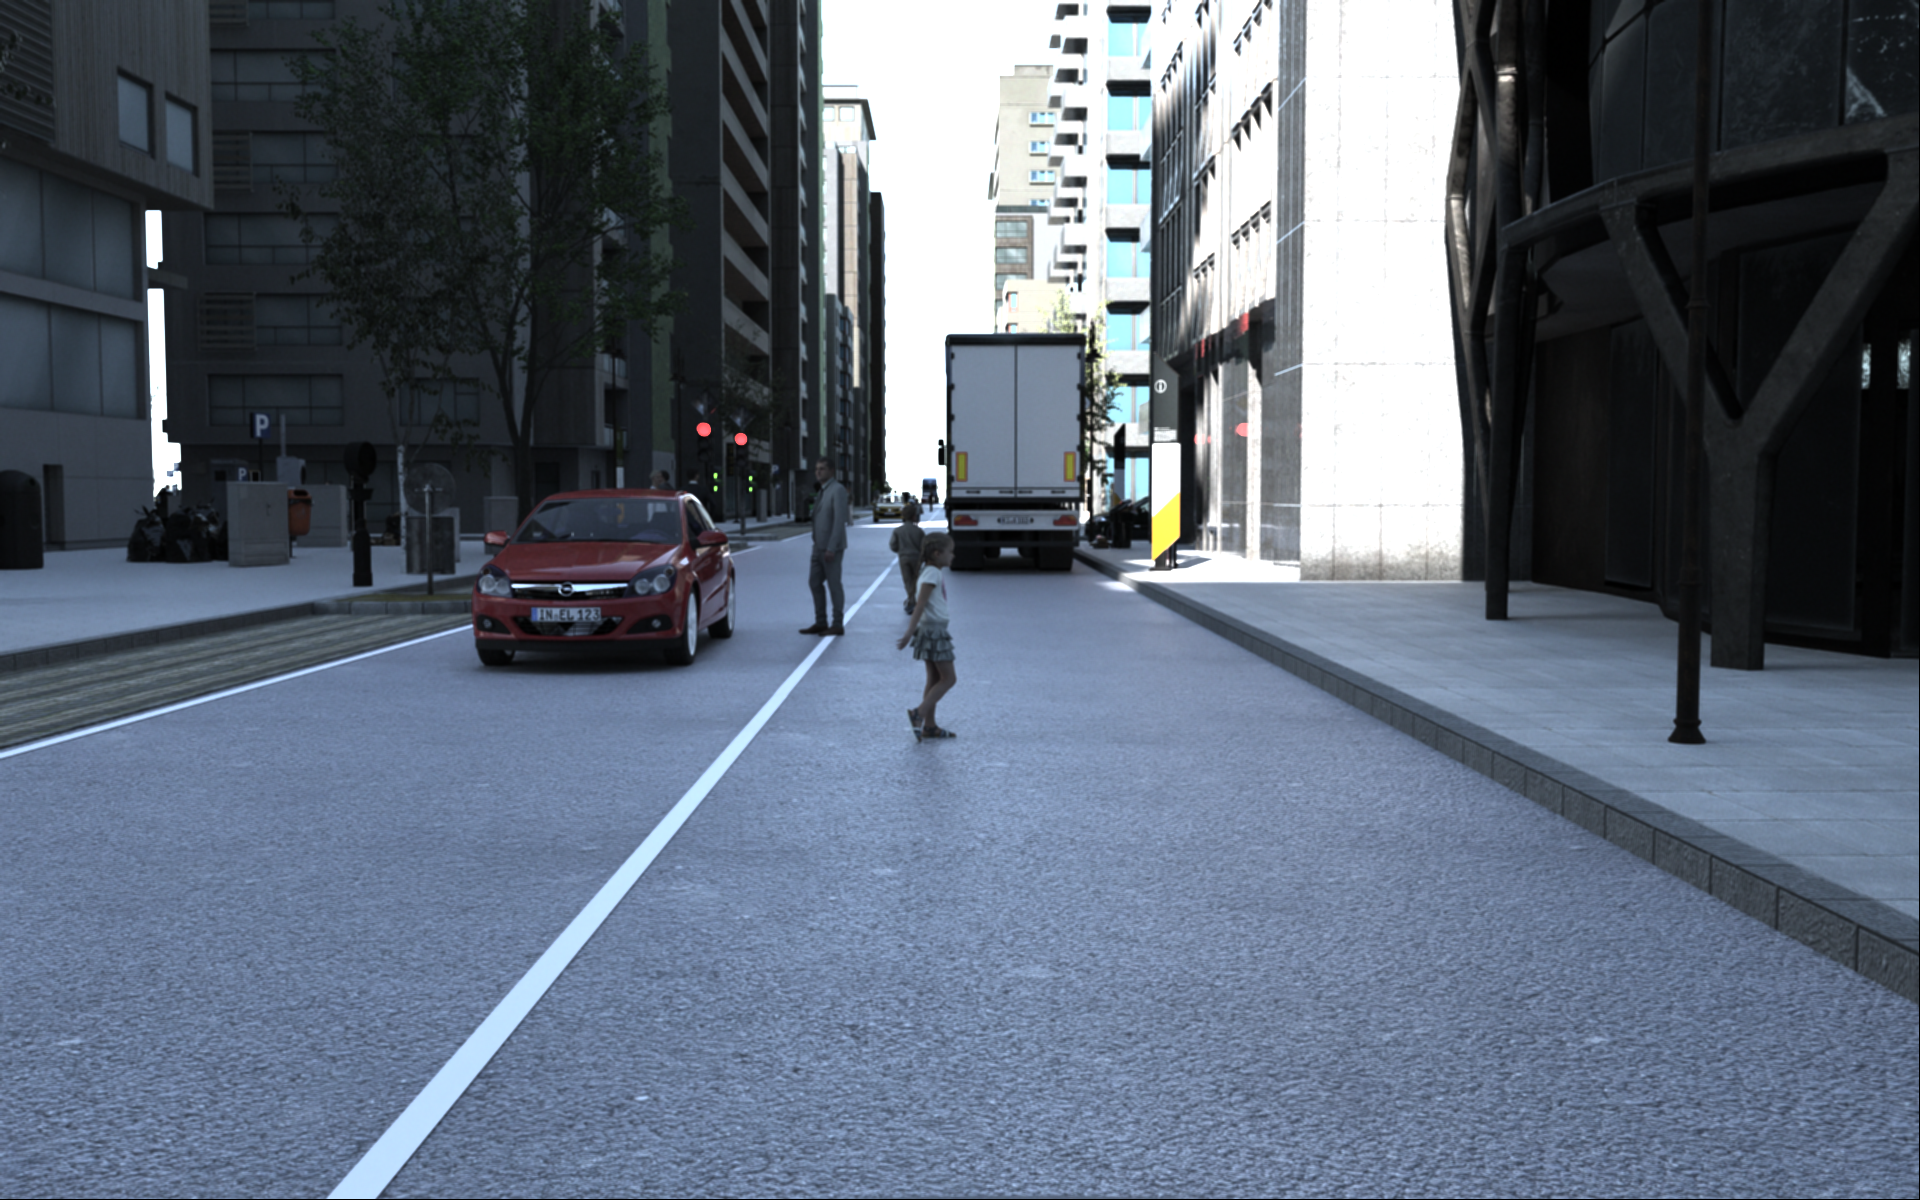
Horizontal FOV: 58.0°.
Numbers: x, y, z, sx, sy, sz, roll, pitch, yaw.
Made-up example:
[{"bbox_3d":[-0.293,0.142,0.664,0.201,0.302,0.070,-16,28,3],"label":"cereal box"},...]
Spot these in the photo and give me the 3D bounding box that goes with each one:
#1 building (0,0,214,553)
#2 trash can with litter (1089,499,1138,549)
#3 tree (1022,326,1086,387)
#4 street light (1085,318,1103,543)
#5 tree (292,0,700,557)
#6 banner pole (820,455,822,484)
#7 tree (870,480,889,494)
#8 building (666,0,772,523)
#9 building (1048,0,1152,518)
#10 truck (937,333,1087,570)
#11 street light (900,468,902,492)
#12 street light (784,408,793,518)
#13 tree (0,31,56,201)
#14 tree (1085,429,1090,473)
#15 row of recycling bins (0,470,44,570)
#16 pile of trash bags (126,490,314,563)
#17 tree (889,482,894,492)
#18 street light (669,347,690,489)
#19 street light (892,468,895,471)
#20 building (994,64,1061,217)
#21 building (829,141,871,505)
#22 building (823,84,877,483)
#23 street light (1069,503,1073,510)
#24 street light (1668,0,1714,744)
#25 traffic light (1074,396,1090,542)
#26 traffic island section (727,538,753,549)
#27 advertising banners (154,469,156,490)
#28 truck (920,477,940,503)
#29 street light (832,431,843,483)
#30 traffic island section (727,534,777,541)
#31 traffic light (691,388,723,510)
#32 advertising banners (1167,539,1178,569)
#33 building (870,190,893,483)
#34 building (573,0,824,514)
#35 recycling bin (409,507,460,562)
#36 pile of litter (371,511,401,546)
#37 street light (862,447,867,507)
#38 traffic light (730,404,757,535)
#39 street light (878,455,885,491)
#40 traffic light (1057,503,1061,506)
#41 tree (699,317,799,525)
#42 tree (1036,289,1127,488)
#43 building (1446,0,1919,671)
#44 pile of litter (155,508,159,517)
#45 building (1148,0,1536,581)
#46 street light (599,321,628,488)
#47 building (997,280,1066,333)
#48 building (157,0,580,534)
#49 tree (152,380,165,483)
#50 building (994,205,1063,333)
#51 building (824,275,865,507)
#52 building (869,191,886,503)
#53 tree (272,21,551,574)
[{"bbox_3d":[-32.333,-26.997,30.642,27.495,52.752,28.713,0,4,0],"label":"building"},{"bbox_3d":[3.620,-1.801,40.836,1.055,1.170,0.624,-1,4,-22],"label":"trash can with litter"},{"bbox_3d":[3.653,-7.633,75.155,4.360,8.622,3.978,0,3,0],"label":"tree"},{"bbox_3d":[3.465,-4.455,45.624,0.468,5.910,1.993,0,4,0],"label":"street light"},{"bbox_3d":[-9.000,-6.680,34.977,9.928,11.665,9.643,0,3,0],"label":"tree"},{"bbox_3d":[-8.746,-7.361,110.369,0.401,3.779,0.863,1,4,18],"label":"banner pole"},{"bbox_3d":[-10.100,-13.326,212.476,1.663,3.219,1.824,0,3,0],"label":"tree"},{"bbox_3d":[-21.223,-28.276,86.022,21.300,48.544,21.600,0,4,0],"label":"building"},{"bbox_3d":[16.410,-29.150,96.212,23.786,49.044,30.456,0,4,0],"label":"building"},{"bbox_3d":[0.928,-2.867,35.783,2.839,4.237,11.283,0,4,0],"label":"truck"},{"bbox_3d":[-9.745,-19.251,287.538,0.468,5.910,1.993,0,4,0],"label":"street light"},{"bbox_3d":[-9.006,-7.223,90.881,0.468,5.910,1.993,0,4,0],"label":"street light"},{"bbox_3d":[-9.280,-3.833,13.027,4.360,8.622,3.978,0,3,0],"label":"tree"},{"bbox_3d":[3.840,-5.296,70.298,4.285,4.588,4.351,0,3,0],"label":"tree"},{"bbox_3d":[-16.916,-1.306,28.474,1.069,1.692,3.534,2,4,29],"label":"row of recycling bins"},{"bbox_3d":[-14.190,-1.461,33.640,1.912,1.369,3.447,3,4,39],"label":"pile of trash bags"},{"bbox_3d":[-9.987,-14.198,226.732,1.663,3.219,1.824,0,3,0],"label":"tree"},{"bbox_3d":[-8.829,-5.002,54.570,0.468,5.910,1.993,0,4,0],"label":"street light"},{"bbox_3d":[-9.558,-17.013,250.949,0.468,5.910,1.993,0,4,0],"label":"street light"},{"bbox_3d":[14.638,-34.798,192.650,21.300,48.544,21.600,0,4,0],"label":"building"},{"bbox_3d":[-17.505,-31.271,194.875,14.154,41.232,14.086,0,4,0],"label":"building"},{"bbox_3d":[-25.666,-39.037,227.492,28.713,52.752,27.495,0,4,0],"label":"building"},{"bbox_3d":[3.566,-5.063,55.569,0.468,5.910,1.993,0,4,0],"label":"street light"},{"bbox_3d":[3.761,-2.201,8.781,0.468,5.910,1.993,0,4,0],"label":"street light"},{"bbox_3d":[3.092,-3.490,45.986,0.839,4.253,0.868,0,4,0],"label":"traffic light"},{"bbox_3d":[-6.759,-1.455,46.063,2.009,0.180,2.903,0,4,0],"label":"traffic island section"},{"bbox_3d":[-55.132,-7.459,118.147,0.090,3.025,2.074,-3,4,-39],"label":"advertising banners"},{"bbox_3d":[-4.617,-17.402,274.287,2.967,4.110,18.799,0,4,0],"label":"truck"},{"bbox_3d":[-9.123,-9.659,130.705,0.468,5.910,1.993,0,4,0],"label":"street light"},{"bbox_3d":[-6.793,-1.943,54.048,2.009,0.180,2.903,0,4,0],"label":"traffic island section"},{"bbox_3d":[-6.719,-3.487,45.929,0.839,4.253,0.868,0,4,0],"label":"traffic light"},{"bbox_3d":[3.680,-2.089,30.346,0.090,3.025,2.074,0,4,1],"label":"advertising banners"},{"bbox_3d":[-22.794,-39.858,271.281,23.786,49.044,30.456,0,4,0],"label":"building"},{"bbox_3d":[-16.397,-26.288,113.399,14.154,41.232,14.086,0,4,0],"label":"building"},{"bbox_3d":[-9.892,-1.222,32.530,0.722,1.027,0.722,3,5,40],"label":"recycling bin"},{"bbox_3d":[-14.292,-1.785,43.144,1.176,0.858,1.719,-2,4,-30],"label":"pile of litter"},{"bbox_3d":[-9.273,-11.879,167.017,0.468,5.910,1.993,0,4,0],"label":"street light"},{"bbox_3d":[-6.753,-3.975,53.914,0.839,4.253,0.868,0,4,0],"label":"traffic light"},{"bbox_3d":[-9.530,-14.792,214.637,0.468,5.910,1.993,0,4,0],"label":"street light"},{"bbox_3d":[3.058,-3.979,53.971,0.839,4.253,0.868,0,4,0],"label":"traffic light"},{"bbox_3d":[-8.940,-7.433,71.899,4.360,8.622,3.978,0,3,0],"label":"tree"},{"bbox_3d":[4.138,-6.800,61.545,4.737,8.622,4.395,0,3,0],"label":"tree"},{"bbox_3d":[13.487,-9.100,16.245,16.820,18.784,16.811,0,4,0],"label":"building"},{"bbox_3d":[-29.506,-3.054,63.899,1.176,0.858,1.719,1,4,17],"label":"pile of litter"},{"bbox_3d":[10.978,-13.254,34.728,12.078,24.808,19.932,0,4,0],"label":"building"},{"bbox_3d":[-8.814,-4.366,44.177,0.468,5.910,1.993,0,4,0],"label":"street light"},{"bbox_3d":[17.491,-18.909,154.203,27.650,21.520,28.899,0,4,0],"label":"building"},{"bbox_3d":[-18.247,-23.050,60.463,14.154,41.232,14.086,0,4,0],"label":"building"},{"bbox_3d":[-33.230,-7.167,67.542,4.737,8.622,4.395,0,3,0],"label":"tree"},{"bbox_3d":[10.395,-24.689,175.363,14.160,30.474,14.107,0,4,0],"label":"building"},{"bbox_3d":[-24.178,-20.120,173.996,27.650,21.520,28.899,0,4,0],"label":"building"},{"bbox_3d":[-17.847,-36.637,249.129,14.600,45.320,14.200,0,4,0],"label":"building"},{"bbox_3d":[-8.803,-4.715,27.456,4.360,8.622,3.978,0,3,0],"label":"tree"}]
